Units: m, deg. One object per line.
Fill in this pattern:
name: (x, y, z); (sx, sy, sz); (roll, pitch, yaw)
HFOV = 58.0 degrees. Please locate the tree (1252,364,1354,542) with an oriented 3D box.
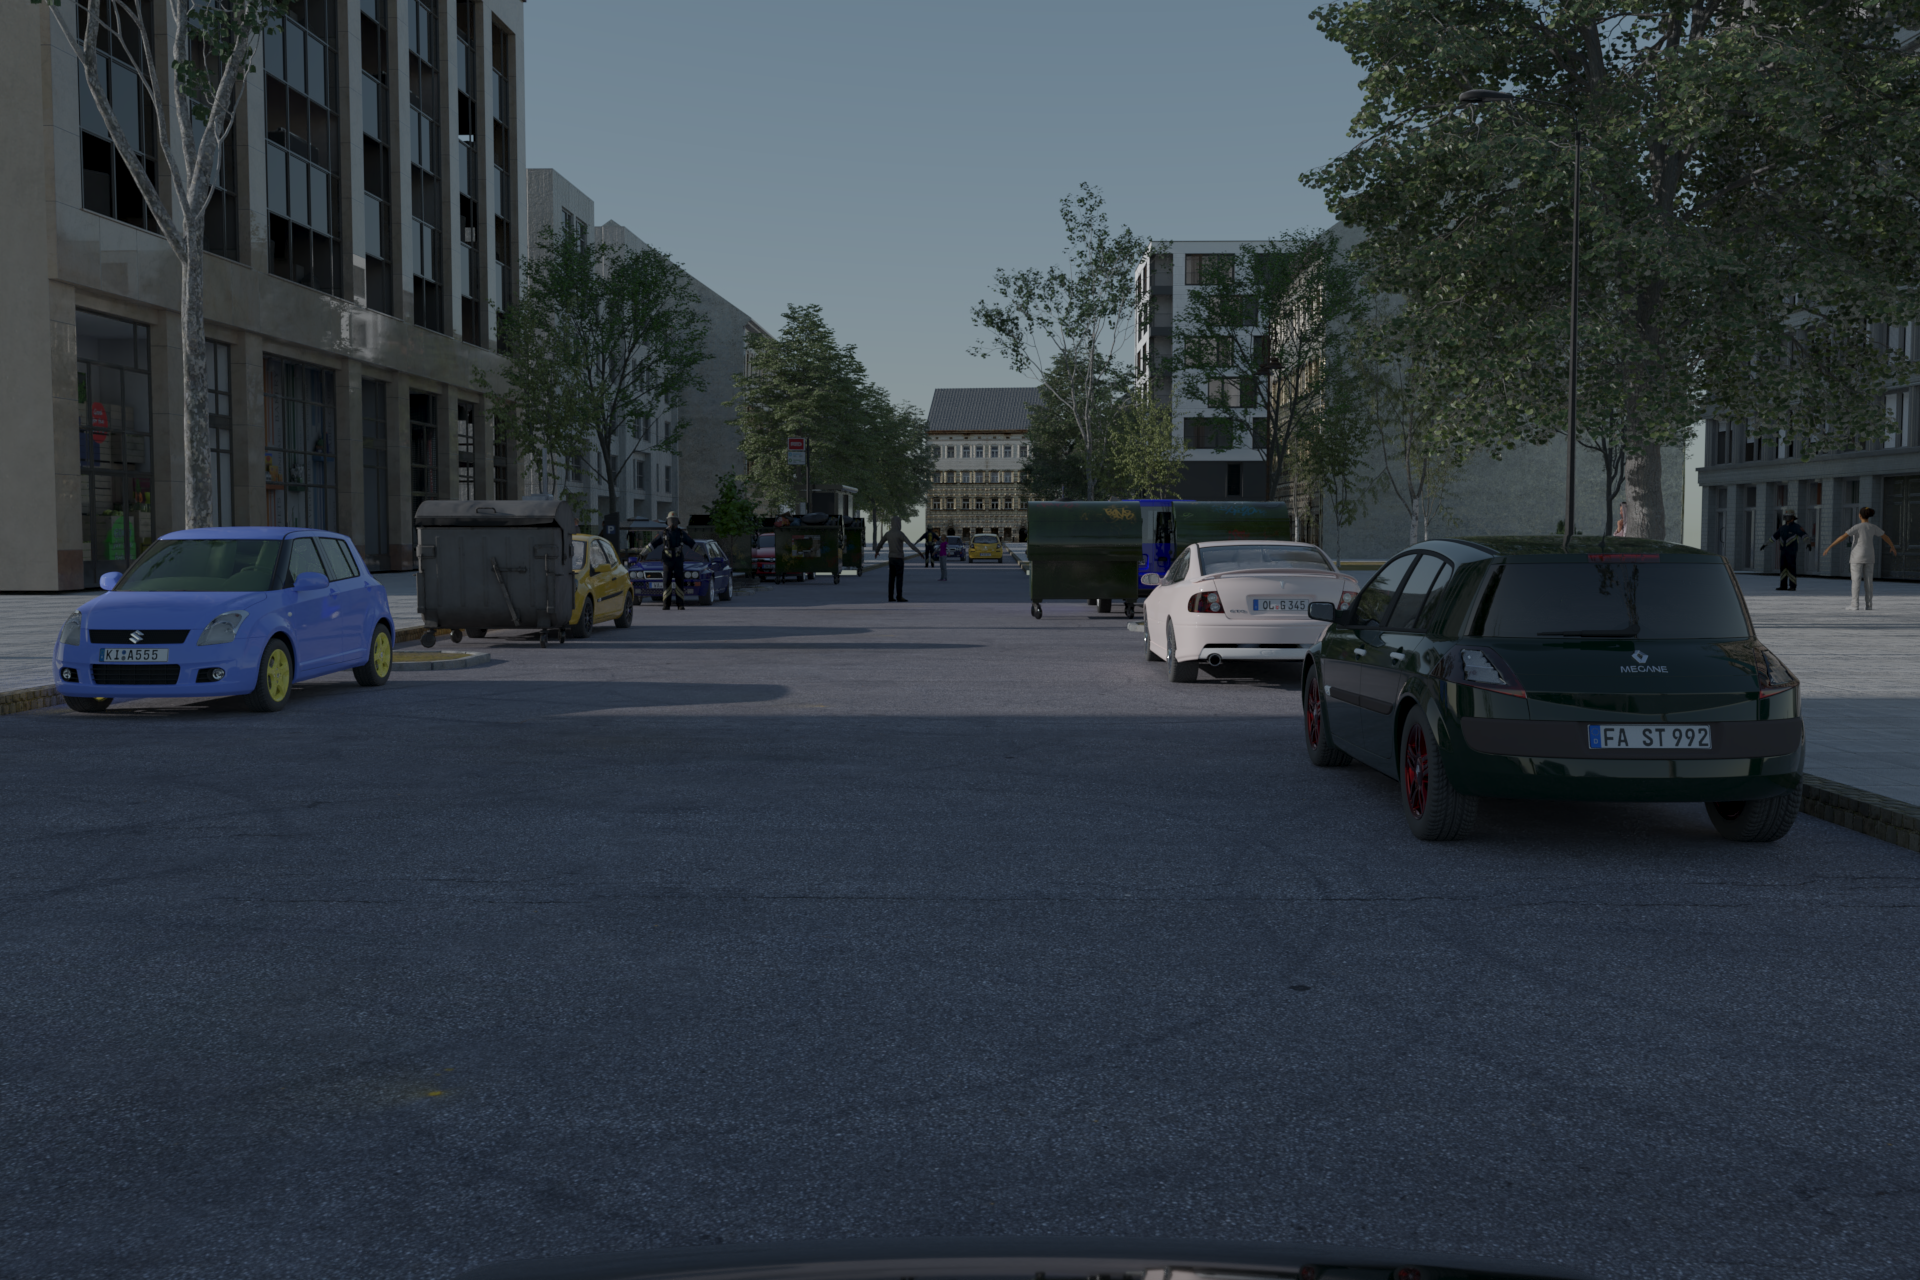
tree: (14.468, -7.645, 75.364); (4.360, 8.622, 3.978); (0, 3, 0)

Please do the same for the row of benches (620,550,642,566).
row of benches: (-14.368, -3.371, 70.580); (4.104, 0.672, 1.422); (3, 5, 41)

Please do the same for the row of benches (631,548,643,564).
row of benches: (-14.294, -3.749, 76.766); (1.422, 0.672, 4.104); (-1, 4, -11)

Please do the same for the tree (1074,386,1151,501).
tree: (7.746, -8.264, 85.485); (4.737, 8.622, 4.395); (0, 3, 0)

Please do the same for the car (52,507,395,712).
car: (-6.297, -0.334, 15.060); (1.945, 1.707, 3.694); (0, 4, 1)

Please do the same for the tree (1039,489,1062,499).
tree: (8.502, -13.048, 163.695); (4.360, 8.622, 3.978); (0, 3, 0)

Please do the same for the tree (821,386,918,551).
tree: (-6.969, -13.142, 132.991); (7.486, 12.596, 7.792); (0, 3, 0)

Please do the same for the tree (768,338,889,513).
tree: (-7.721, -11.111, 99.789); (7.486, 12.596, 7.792); (0, 3, 0)

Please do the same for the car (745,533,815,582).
car: (-5.499, -2.699, 53.174); (2.155, 1.783, 4.494); (0, 4, 1)

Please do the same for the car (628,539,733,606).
car: (-5.795, -1.428, 35.931); (1.945, 1.354, 3.894); (0, 4, 1)

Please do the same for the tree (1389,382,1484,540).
tree: (20.915, -7.798, 77.867); (4.360, 8.622, 3.978); (0, 3, 0)

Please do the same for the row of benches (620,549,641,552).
row of benches: (-14.167, -3.553, 73.560); (4.104, 0.672, 1.422); (1, 4, 14)

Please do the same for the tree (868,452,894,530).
tree: (-6.971, -11.790, 143.120); (4.737, 8.622, 4.395); (0, 3, 0)

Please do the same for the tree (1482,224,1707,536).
tree: (24.658, -9.470, 65.201); (12.009, 13.543, 11.850); (0, 3, 0)

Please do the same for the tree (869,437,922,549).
tree: (-7.005, -13.258, 151.186); (8.767, 10.594, 7.601); (1, 4, 16)

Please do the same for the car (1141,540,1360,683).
car: (2.976, -0.349, 18.066); (2.083, 1.381, 4.827); (0, 4, 1)

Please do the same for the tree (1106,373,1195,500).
tree: (8.838, -7.846, 78.649); (4.737, 8.622, 4.395); (0, 3, 0)

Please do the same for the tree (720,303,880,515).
tree: (-7.846, -10.209, 85.052); (7.486, 12.596, 7.792); (0, 3, 0)

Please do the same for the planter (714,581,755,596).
planter: (-5.882, -1.204, 40.827); (1.991, 0.319, 1.994); (0, 4, 1)

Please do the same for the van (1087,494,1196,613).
van: (3.456, -1.756, 33.088); (2.240, 2.365, 5.245); (0, 4, 1)

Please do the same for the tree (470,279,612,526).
tree: (-11.897, -6.080, 49.765); (4.737, 8.622, 4.395); (0, 3, 0)

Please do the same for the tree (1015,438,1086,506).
tree: (8.299, -13.491, 154.987); (7.601, 10.594, 8.767); (-2, 4, -27)

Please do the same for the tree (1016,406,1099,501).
tree: (8.261, -12.839, 135.674); (9.928, 11.665, 9.643); (0, 3, 0)

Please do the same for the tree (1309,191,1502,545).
tree: (9.432, -5.217, 35.662); (4.360, 8.622, 3.978); (0, 3, 0)

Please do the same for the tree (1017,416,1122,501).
tree: (8.316, -11.704, 125.778); (8.767, 10.594, 7.601); (0, 4, 0)

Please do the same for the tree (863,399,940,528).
tree: (-6.497, -15.807, 165.102); (9.857, 13.997, 8.962); (0, 3, 0)

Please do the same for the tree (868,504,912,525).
tree: (-10.220, -19.645, 255.607); (7.601, 10.594, 8.767); (0, 4, -1)

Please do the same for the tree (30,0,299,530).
tree: (-13.061, -10.387, 25.710); (12.611, 20.169, 13.585); (0, 3, 0)

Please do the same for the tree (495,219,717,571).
tree: (-11.811, -8.100, 58.183); (9.928, 11.665, 9.643); (0, 3, 0)

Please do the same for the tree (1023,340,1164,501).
tree: (8.580, -12.624, 113.062); (9.857, 13.997, 8.962); (0, 3, 0)

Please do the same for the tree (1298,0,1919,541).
tree: (9.279, -7.139, 23.384); (9.857, 13.997, 8.962); (0, 3, 0)

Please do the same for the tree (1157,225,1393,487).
tree: (10.552, -8.092, 58.054); (9.928, 11.665, 9.643); (0, 3, 0)

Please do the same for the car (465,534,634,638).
car: (-5.919, -0.908, 25.066); (2.015, 1.641, 3.980); (0, 4, 2)

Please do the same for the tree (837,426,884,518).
tree: (-7.138, -10.041, 114.540); (4.737, 8.622, 4.395); (0, 3, 0)

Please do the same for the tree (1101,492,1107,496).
tree: (20.472, -19.762, 257.515); (7.601, 10.594, 8.767); (0, 4, 8)

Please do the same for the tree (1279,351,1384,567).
tree: (14.479, -7.127, 66.889); (4.737, 8.622, 4.395); (0, 3, 0)

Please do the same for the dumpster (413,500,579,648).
dumpster: (-5.920, -0.852, 22.150); (1.865, 1.857, 1.264); (0, 4, 1)

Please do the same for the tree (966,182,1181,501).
tree: (6.364, -14.695, 96.159); (12.611, 20.169, 13.585); (0, 3, 0)
